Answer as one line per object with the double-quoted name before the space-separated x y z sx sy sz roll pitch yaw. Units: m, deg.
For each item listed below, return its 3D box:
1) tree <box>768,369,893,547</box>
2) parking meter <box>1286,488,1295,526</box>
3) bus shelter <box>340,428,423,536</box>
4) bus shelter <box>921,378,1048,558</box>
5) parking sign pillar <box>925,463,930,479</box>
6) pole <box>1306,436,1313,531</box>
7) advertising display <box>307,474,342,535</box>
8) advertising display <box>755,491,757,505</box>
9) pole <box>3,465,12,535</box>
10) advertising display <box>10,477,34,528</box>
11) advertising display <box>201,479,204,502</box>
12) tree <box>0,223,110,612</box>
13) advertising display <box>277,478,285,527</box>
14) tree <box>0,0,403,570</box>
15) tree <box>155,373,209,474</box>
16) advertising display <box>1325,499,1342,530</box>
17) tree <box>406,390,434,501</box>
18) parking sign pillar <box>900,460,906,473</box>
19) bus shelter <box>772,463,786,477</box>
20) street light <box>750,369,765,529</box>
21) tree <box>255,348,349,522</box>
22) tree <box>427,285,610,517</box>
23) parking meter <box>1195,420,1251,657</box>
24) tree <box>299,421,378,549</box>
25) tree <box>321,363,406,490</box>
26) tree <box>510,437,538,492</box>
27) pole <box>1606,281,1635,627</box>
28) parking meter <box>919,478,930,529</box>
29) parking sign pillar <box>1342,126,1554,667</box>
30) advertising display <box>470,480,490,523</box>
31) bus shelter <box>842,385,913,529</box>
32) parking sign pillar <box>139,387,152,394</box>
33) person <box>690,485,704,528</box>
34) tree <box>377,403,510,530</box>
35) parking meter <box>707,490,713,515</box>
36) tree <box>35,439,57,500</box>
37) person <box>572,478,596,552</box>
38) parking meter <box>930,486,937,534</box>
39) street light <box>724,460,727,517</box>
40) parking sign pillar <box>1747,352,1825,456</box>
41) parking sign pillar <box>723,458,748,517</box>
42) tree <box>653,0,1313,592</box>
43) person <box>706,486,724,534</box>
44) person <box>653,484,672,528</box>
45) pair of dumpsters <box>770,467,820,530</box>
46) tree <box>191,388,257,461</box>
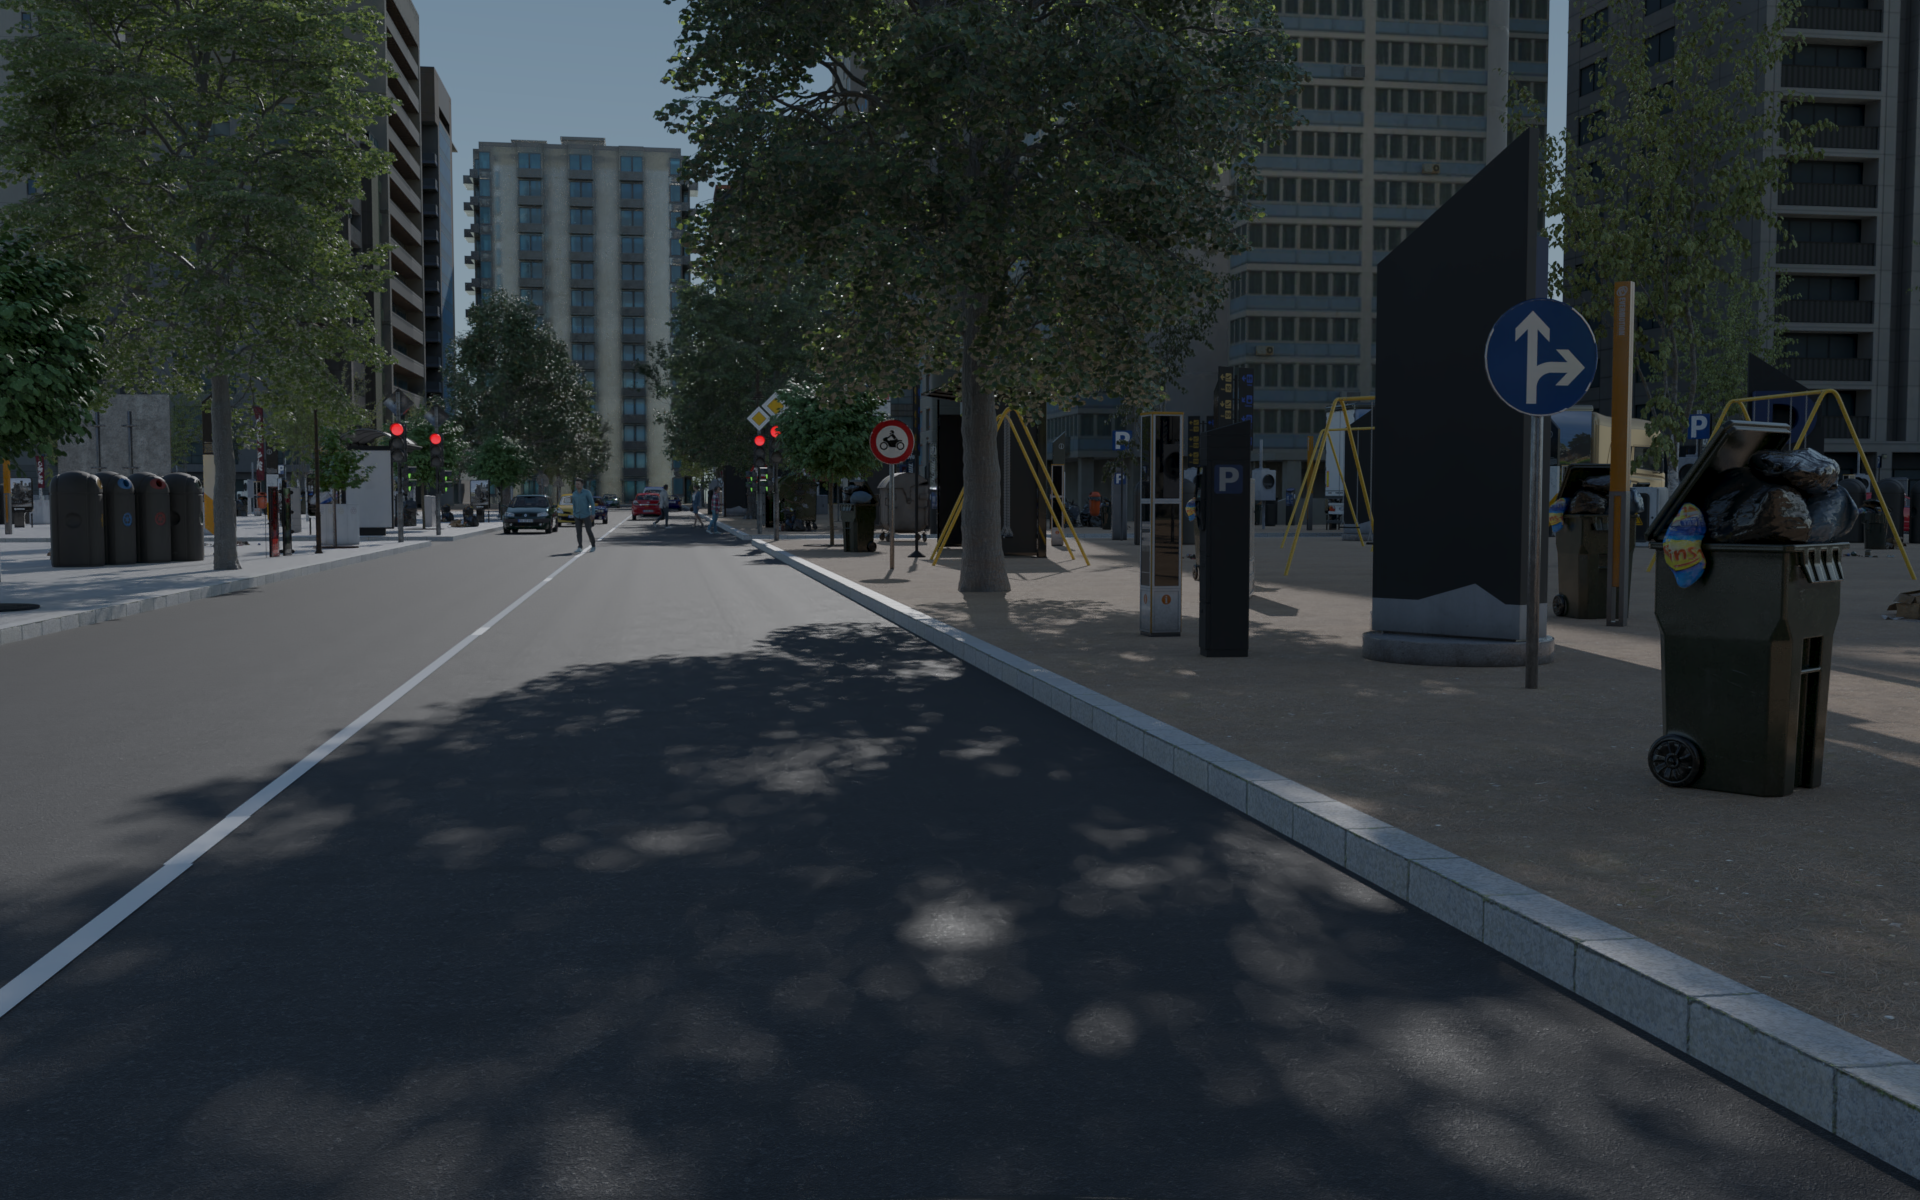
"tree" -3.116 -3.609 42.726 4.285 4.588 4.351 0 3 0
"parking meter" 13.497 -3.812 70.741 0.372 1.533 0.369 0 3 0
"bus shelter" -18.683 -3.781 55.741 2.014 3.302 5.546 -1 4 -10
"bus shelter" 0.468 -2.835 37.627 1.731 3.624 6.357 -1 4 -10
"parking sign pillar" -1.740 -7.791 115.855 1.447 3.967 1.447 3 4 38
"pole" 12.304 -4.101 60.889 0.158 3.312 0.155 0 3 0
"advertising display" -20.044 -3.017 54.549 0.974 1.923 0.123 0 4 -3
"advertising display" -12.969 -6.401 109.873 0.974 1.923 0.123 2 4 34
"pole" -30.180 -3.731 54.845 0.158 3.312 0.155 0 3 0
"advertising display" -35.919 -3.725 66.114 0.974 1.923 0.123 -1 4 -14
"advertising display" -32.357 -4.276 75.126 0.974 1.923 0.123 -1 4 -13
"tree" -11.017 -2.167 19.137 4.285 4.588 4.351 0 3 0
"advertising display" -26.658 -3.843 68.049 0.123 1.923 0.974 -2 4 -31
"tree" -12.705 -6.764 28.713 7.486 12.596 7.792 0 3 0
"tree" -46.429 -9.326 102.850 4.737 8.622 4.395 0 3 0
"advertising display" 13.349 -3.470 61.949 0.123 1.923 0.974 3 5 42
"tree" -38.557 -10.480 121.714 4.360 8.622 3.978 0 3 0
"parking sign pillar" -3.509 -7.704 114.435 1.447 3.967 1.447 -2 4 -29
"bus shelter" -11.005 -8.001 108.449 2.179 5.291 8.768 -1 4 -10
"street light" -7.471 -5.585 64.095 0.468 5.910 1.993 -1 4 -10
"tree" -33.833 -8.476 88.939 4.737 8.622 4.395 0 3 0
"tree" -24.949 -10.905 95.305 9.611 12.733 9.660 0 3 0
"parking meter" 2.073 -0.487 13.675 0.399 1.863 0.255 0 4 -4
"tree" -14.756 -2.831 40.882 1.663 3.219 1.824 0 3 0
"tree" -34.707 -9.050 98.335 4.360 8.622 3.978 0 3 0
"tree" -22.420 -6.186 84.853 4.285 4.588 4.351 0 3 0
"pole" 6.386 -1.400 16.740 0.158 3.312 0.155 0 3 0
"parking meter" -1.320 -3.514 63.169 0.399 1.863 0.255 1 4 16
"parking sign pillar" 3.880 -1.525 13.413 1.447 3.967 1.447 -3 5 -43
"advertising display" -21.559 -4.440 77.810 0.974 1.923 0.123 1 4 17
"bus shelter" -3.175 -5.144 61.739 2.179 5.291 8.768 -1 4 -10
"parking sign pillar" -20.886 -3.353 43.298 1.447 3.967 1.447 3 4 36
"person" -11.110 -3.960 73.273 0.654 1.822 0.581 -2 4 -26
"tree" -19.384 -4.834 62.748 4.285 4.588 4.351 0 3 0
"parking meter" -15.528 -6.078 107.782 0.372 1.533 0.369 0 3 0
"tree" -47.549 -8.749 93.405 4.737 8.622 4.395 0 3 0
"person" -9.296 -2.104 42.913 0.660 1.820 0.620 1 4 16
"parking meter" -0.780 -2.884 55.565 0.372 1.533 0.369 0 3 0
"street light" -13.152 -7.587 96.843 0.468 5.910 1.993 -1 4 -10
"parking sign pillar" 15.572 -2.706 32.721 1.447 3.967 1.447 1 4 15
"parking sign pillar" -12.843 -6.764 99.062 1.447 3.967 1.447 1 4 10
"tree" 0.328 -7.081 22.435 9.857 13.997 8.962 0 3 0
"person" -8.837 -3.245 62.399 0.643 1.720 0.563 -1 4 -10
"person" -12.382 -3.900 72.116 0.795 1.843 0.661 -2 4 -29
"pair of dumpsters" -6.040 -3.731 63.491 1.574 2.255 4.437 -1 4 -10
"tree" -50.382 -10.326 119.191 4.360 8.622 3.978 0 3 0
